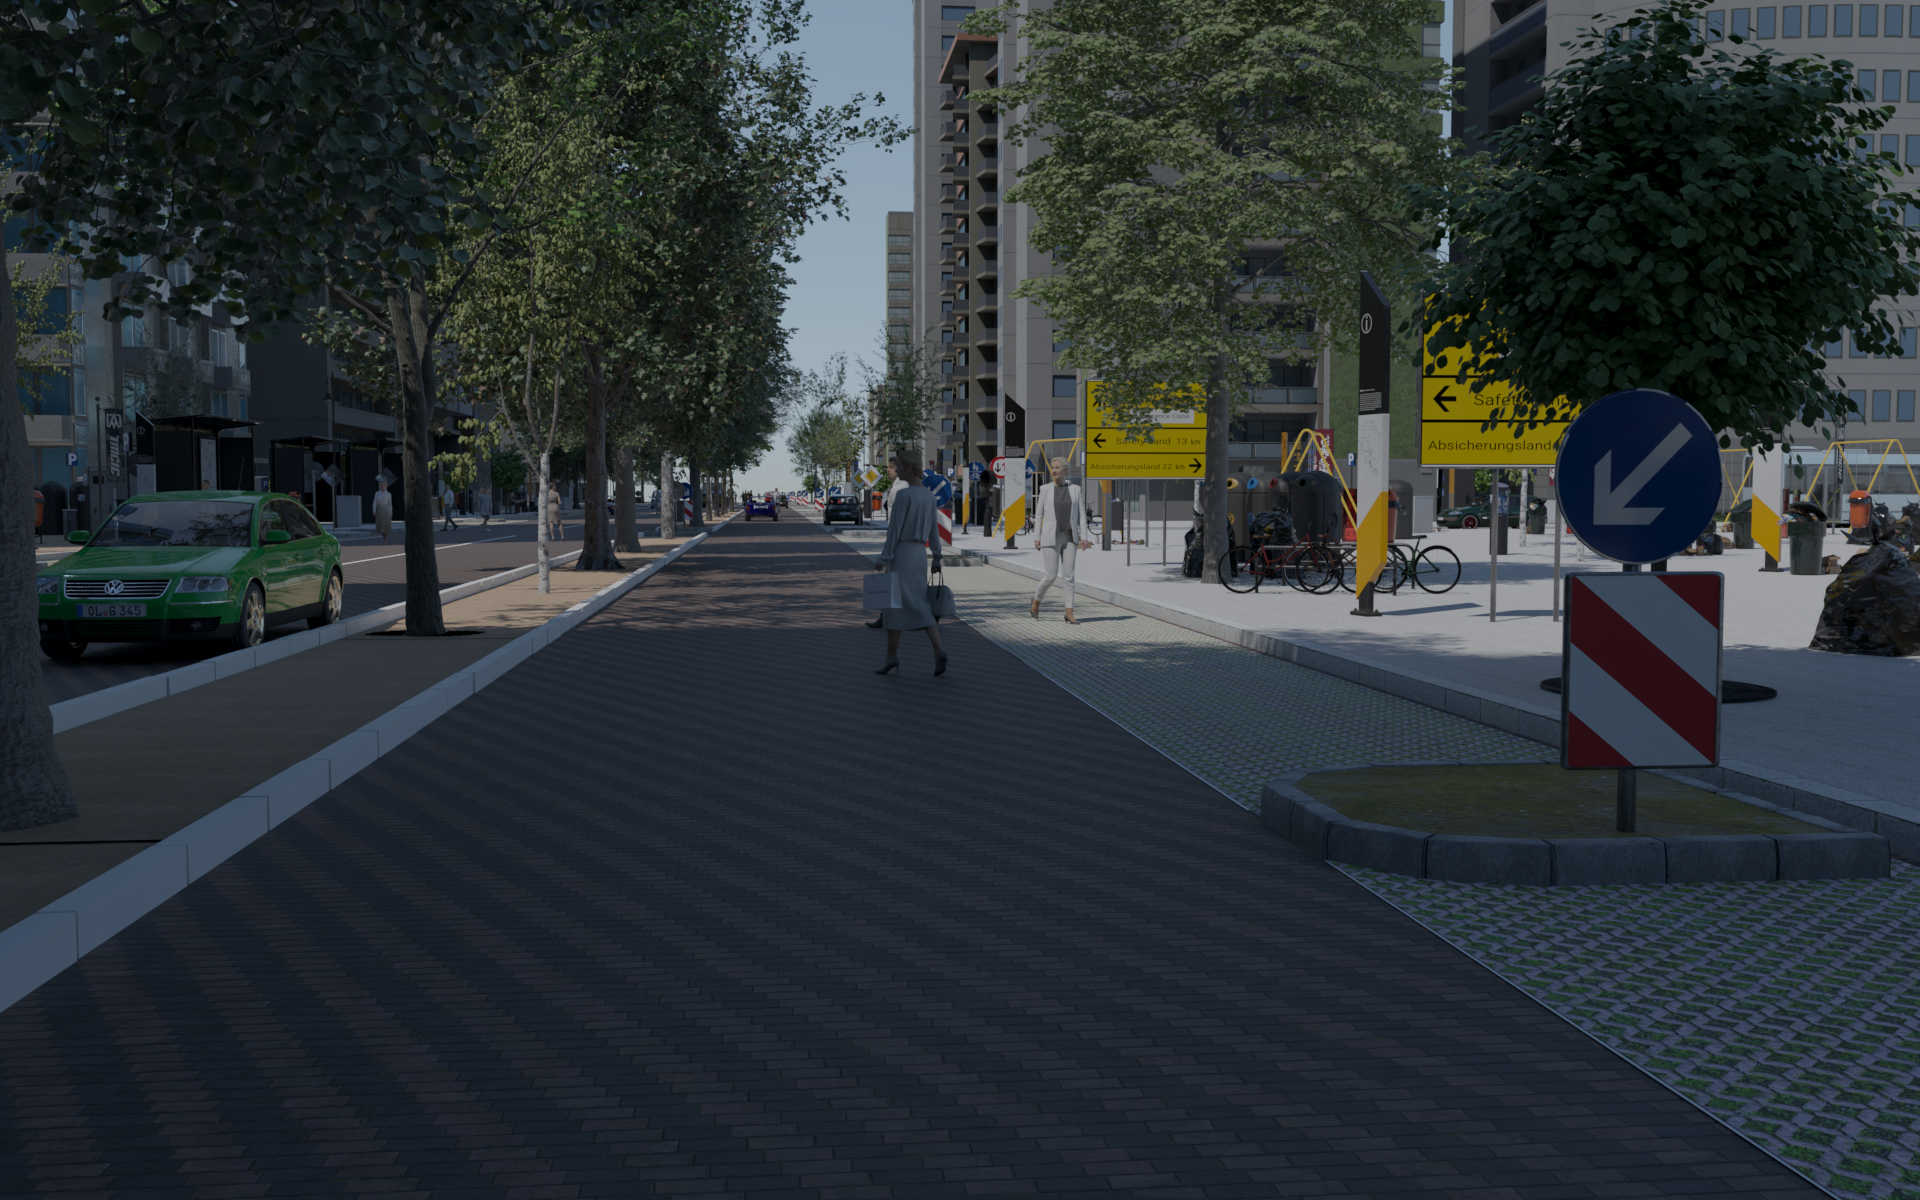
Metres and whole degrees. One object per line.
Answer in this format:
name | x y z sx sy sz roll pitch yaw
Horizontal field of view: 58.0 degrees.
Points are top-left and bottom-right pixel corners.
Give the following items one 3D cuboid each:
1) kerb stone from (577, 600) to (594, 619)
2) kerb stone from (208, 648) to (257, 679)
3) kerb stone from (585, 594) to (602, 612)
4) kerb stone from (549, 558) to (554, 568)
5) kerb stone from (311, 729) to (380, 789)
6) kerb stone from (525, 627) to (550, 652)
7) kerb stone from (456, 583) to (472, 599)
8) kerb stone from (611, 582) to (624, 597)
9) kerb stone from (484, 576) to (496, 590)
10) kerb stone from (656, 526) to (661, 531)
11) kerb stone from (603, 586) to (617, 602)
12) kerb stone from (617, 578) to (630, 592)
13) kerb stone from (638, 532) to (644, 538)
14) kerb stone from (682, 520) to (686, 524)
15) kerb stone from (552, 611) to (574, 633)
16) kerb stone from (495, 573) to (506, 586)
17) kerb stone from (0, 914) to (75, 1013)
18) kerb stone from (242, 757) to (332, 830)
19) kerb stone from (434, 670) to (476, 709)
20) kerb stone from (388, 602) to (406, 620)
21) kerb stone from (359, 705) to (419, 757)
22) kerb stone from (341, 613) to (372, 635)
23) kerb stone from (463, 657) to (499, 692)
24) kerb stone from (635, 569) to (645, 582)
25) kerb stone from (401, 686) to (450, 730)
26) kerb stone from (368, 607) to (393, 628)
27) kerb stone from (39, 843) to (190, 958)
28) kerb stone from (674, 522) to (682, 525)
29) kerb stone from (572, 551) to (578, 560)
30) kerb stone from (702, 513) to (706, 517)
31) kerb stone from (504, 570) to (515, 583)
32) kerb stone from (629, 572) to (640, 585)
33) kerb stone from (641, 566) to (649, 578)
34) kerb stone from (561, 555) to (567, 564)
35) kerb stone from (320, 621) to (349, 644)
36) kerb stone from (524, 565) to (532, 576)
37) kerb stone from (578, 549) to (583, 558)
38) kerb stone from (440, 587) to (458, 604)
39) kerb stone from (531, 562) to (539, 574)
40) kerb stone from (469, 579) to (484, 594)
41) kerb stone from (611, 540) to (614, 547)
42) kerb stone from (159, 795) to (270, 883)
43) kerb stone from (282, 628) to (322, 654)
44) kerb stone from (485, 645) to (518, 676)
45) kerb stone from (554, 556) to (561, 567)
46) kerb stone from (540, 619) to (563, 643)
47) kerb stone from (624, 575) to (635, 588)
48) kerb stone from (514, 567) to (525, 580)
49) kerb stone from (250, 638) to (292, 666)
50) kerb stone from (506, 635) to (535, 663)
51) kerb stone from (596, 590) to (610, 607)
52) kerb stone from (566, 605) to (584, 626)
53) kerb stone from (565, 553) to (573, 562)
kerb stone | -4.384 0.130 20.072 0.120 0.150 1.000 0 4 -6
kerb stone | -5.804 0.518 13.733 0.120 0.150 1.000 0 4 -6
kerb stone | -4.498 0.068 21.089 0.120 0.150 1.000 0 4 -6
kerb stone | -7.927 -0.665 33.098 0.120 0.150 1.000 0 4 -6
kerb stone | -3.160 0.816 8.879 0.120 0.150 1.000 0 4 -6
kerb stone | -3.939 0.382 16.001 0.120 0.150 1.000 0 4 -6
kerb stone | -6.922 -0.104 23.905 0.120 0.150 1.000 0 4 -6
kerb stone | -4.828 -0.115 24.149 0.120 0.150 1.000 0 4 -6
kerb stone | -7.137 -0.229 25.947 0.120 0.150 1.000 0 4 -6
kerb stone | -11.783 -2.815 68.270 0.120 0.150 1.000 0 4 -6
kerb stone | -4.721 -0.057 23.127 0.120 0.150 1.000 0 4 -6
kerb stone | -4.940 -0.182 25.165 0.120 0.150 1.000 0 4 -6
kerb stone | -10.604 -2.162 57.551 0.120 0.150 1.000 0 4 -6
kerb stone | -13.438 -3.753 83.553 0.120 0.150 1.000 0 4 -6
kerb stone | -4.168 0.254 18.039 0.120 0.150 1.000 0 4 -6
kerb stone | -7.245 -0.289 26.970 0.120 0.150 1.000 0 4 -6
kerb stone | -2.715 1.063 4.808 0.120 0.150 1.000 0 4 -6
kerb stone | -3.054 0.877 7.862 0.120 0.150 1.000 0 4 -6
kerb stone | -3.501 0.628 11.929 0.120 0.150 1.000 0 4 -6
kerb stone | -6.479 0.145 19.839 0.120 0.150 1.000 0 4 -6
kerb stone | -3.271 0.752 9.897 0.120 0.150 1.000 0 4 -6
kerb stone | -6.247 0.268 17.807 0.120 0.150 1.000 0 4 -6
kerb stone | -3.604 0.566 12.950 0.120 0.150 1.000 0 4 -6
kerb stone | -5.269 -0.368 28.214 0.120 0.150 1.000 0 4 -6
kerb stone | -3.388 0.690 10.913 0.120 0.150 1.000 0 4 -6
kerb stone | -6.362 0.206 18.823 0.120 0.150 1.000 0 4 -6
kerb stone | -2.831 1.001 5.826 0.120 0.150 1.000 0 4 -6
kerb stone | -13.114 -3.561 80.502 0.120 0.150 1.000 0 4 -6
kerb stone | -8.367 -0.915 37.180 0.120 0.150 1.000 0 4 -6
kerb stone | -16.900 -5.685 115.147 0.120 0.150 1.000 0 4 -6
kerb stone | -7.363 -0.354 27.986 0.120 0.150 1.000 0 4 -6
kerb stone | -5.167 -0.306 27.197 0.120 0.150 1.000 0 4 -6
kerb stone | -5.389 -0.431 29.241 0.120 0.150 1.000 0 4 -6
kerb stone | -8.144 -0.786 35.142 0.120 0.150 1.000 0 4 -6
kerb stone | -6.137 0.339 16.791 0.120 0.150 1.000 0 4 -6
kerb stone | -7.590 -0.480 30.037 0.120 0.150 1.000 0 4 -6
kerb stone | -8.480 -0.979 38.196 0.120 0.150 1.000 0 4 -6
kerb stone | -6.816 -0.042 22.888 0.120 0.150 1.000 0 4 -6
kerb stone | -7.705 -0.542 31.053 0.120 0.150 1.000 0 4 -6
kerb stone | -7.037 -0.167 24.921 0.120 0.150 1.000 0 4 -6
kerb stone | -9.594 -1.595 48.388 0.120 0.150 1.000 0 4 -6
kerb stone | -2.944 0.942 6.842 0.120 0.150 1.000 0 4 -6
kerb stone | -6.030 0.393 15.774 0.120 0.150 1.000 0 4 -6
kerb stone | -3.718 0.503 13.965 0.120 0.150 1.000 0 4 -6
kerb stone | -8.030 -0.729 34.115 0.120 0.150 1.000 0 4 -6
kerb stone | -4.046 0.320 17.024 0.120 0.150 1.000 0 4 -6
kerb stone | -5.051 -0.242 26.181 0.120 0.150 1.000 0 4 -6
kerb stone | -7.468 -0.417 29.012 0.120 0.150 1.000 0 4 -6
kerb stone | -5.912 0.458 14.749 0.120 0.150 1.000 0 4 -6
kerb stone | -3.833 0.441 14.984 0.120 0.150 1.000 0 4 -6
kerb stone | -4.605 0.005 22.112 0.120 0.150 1.000 0 4 -6
kerb stone | -4.277 0.192 19.055 0.120 0.150 1.000 0 4 -6
kerb stone | -8.252 -0.852 36.164 0.120 0.150 1.000 0 4 -6
